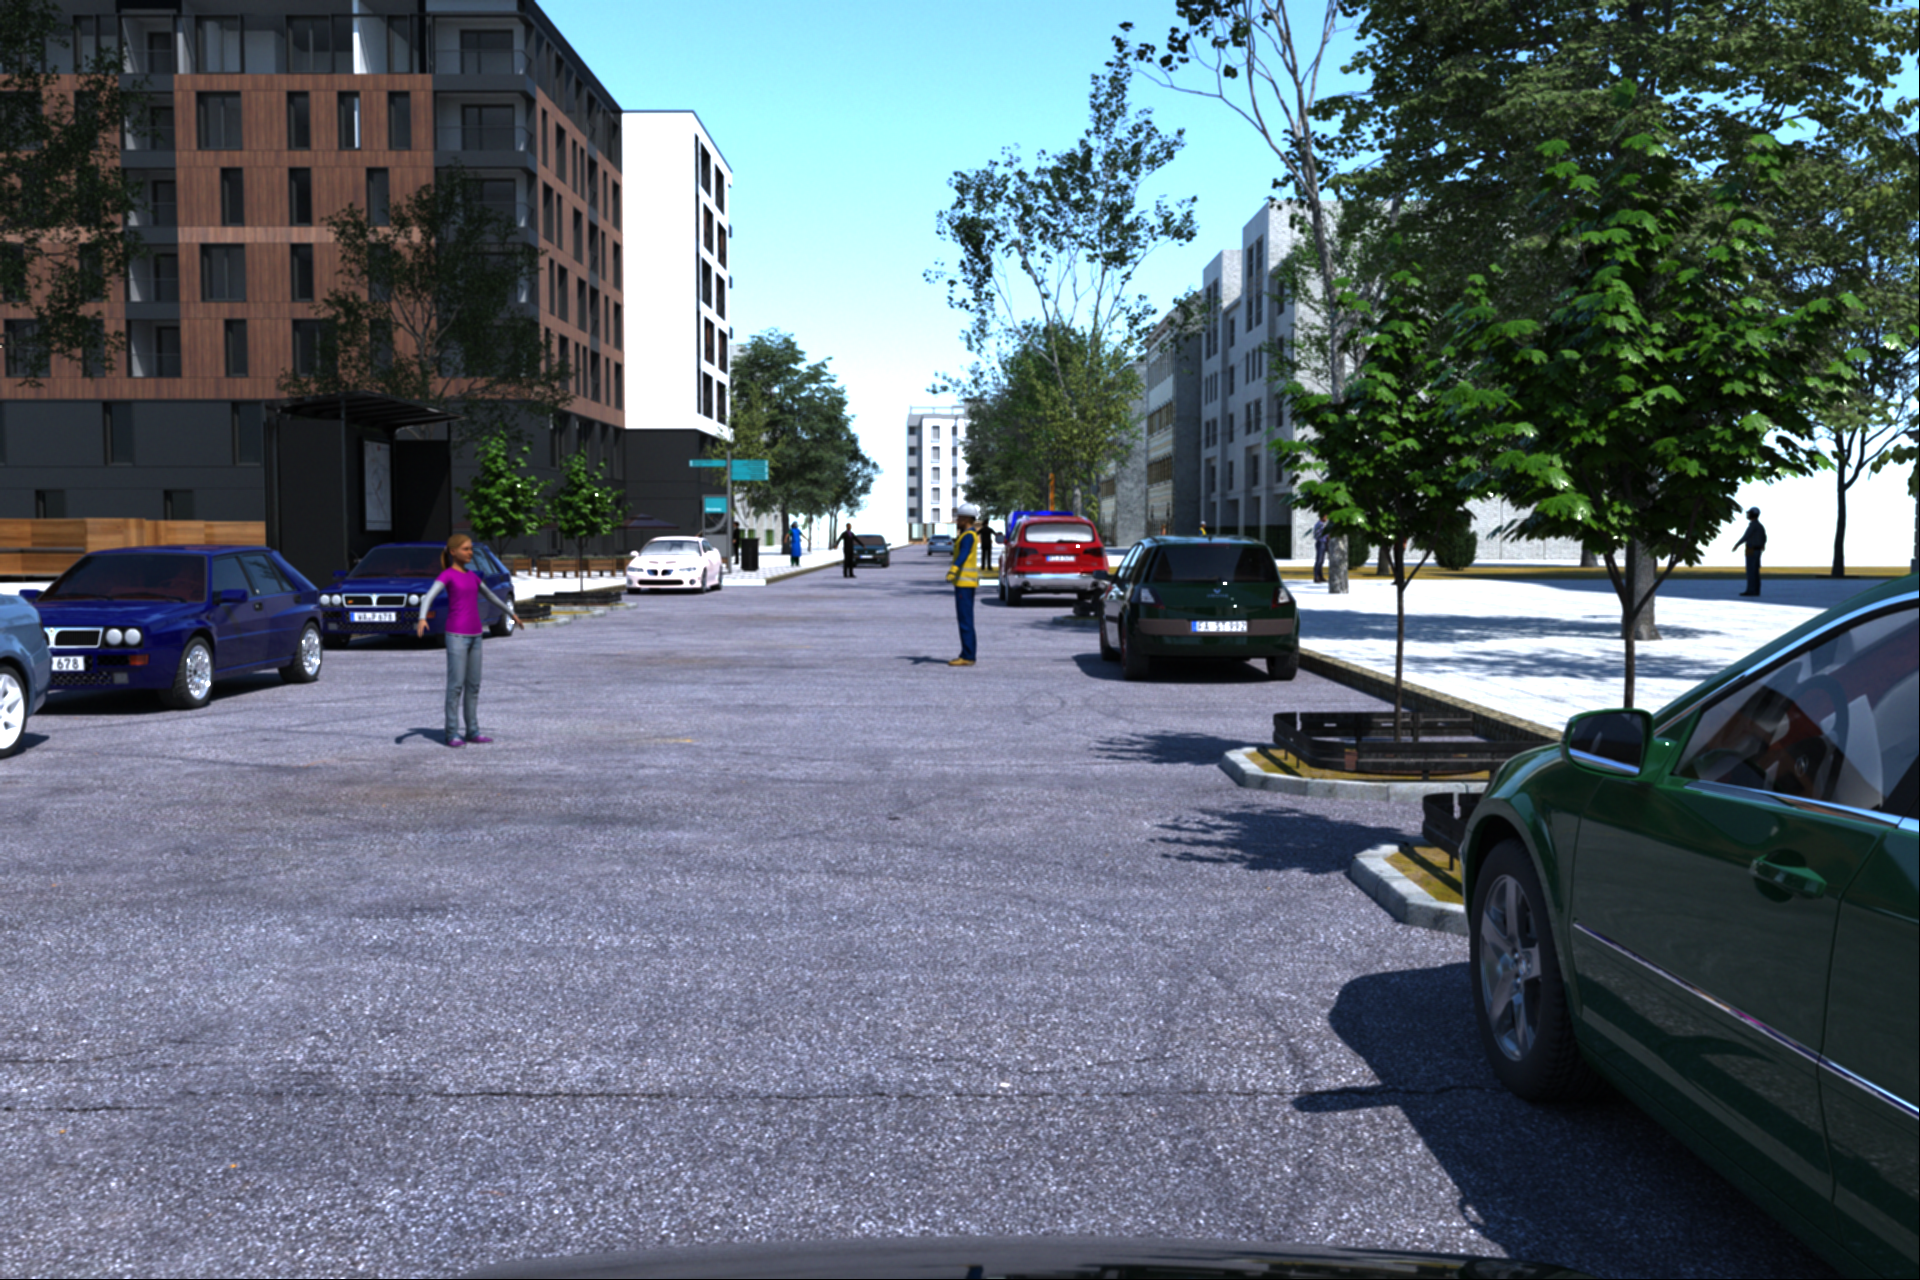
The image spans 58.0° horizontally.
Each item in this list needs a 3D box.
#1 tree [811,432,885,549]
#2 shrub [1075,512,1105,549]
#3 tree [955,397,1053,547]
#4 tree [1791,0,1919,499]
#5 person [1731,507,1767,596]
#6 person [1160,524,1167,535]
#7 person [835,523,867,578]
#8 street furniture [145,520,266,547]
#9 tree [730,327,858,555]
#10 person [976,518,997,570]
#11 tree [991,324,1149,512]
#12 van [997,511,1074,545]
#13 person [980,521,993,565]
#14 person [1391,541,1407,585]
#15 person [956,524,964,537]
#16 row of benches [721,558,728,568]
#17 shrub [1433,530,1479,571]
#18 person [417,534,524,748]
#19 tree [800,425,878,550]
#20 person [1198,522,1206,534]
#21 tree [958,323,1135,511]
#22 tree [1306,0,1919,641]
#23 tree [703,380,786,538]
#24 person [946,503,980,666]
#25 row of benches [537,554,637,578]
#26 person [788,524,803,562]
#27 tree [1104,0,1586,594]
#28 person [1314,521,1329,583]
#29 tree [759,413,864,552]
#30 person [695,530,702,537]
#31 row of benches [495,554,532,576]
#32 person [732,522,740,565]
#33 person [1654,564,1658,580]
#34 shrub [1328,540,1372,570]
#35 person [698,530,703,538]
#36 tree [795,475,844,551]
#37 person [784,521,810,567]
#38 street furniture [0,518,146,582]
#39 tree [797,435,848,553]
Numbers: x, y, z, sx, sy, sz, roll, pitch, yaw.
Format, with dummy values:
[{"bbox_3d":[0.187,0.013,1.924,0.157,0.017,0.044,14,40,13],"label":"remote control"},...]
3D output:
[{"bbox_3d":[-10.842,-13.099,148.585,8.767,10.594,7.601,-1,4,-12],"label":"tree"},{"bbox_3d":[4.182,-3.426,60.055,1.661,2.075,1.752,0,3,0],"label":"shrub"},{"bbox_3d":[4.262,-15.195,155.087,9.857,13.997,8.962,0,3,0],"label":"tree"},{"bbox_3d":[8.278,-3.832,13.023,4.737,8.622,4.395,0,3,0],"label":"tree"},{"bbox_3d":[16.464,-1.845,36.012,1.345,1.849,0.704,-3,5,-40],"label":"person"},{"bbox_3d":[9.488,-4.573,81.577,0.721,1.733,1.217,1,4,13],"label":"person"},{"bbox_3d":[-3.637,-2.948,56.879,1.346,1.802,0.704,-3,5,-45],"label":"person"},{"bbox_3d":[-26.923,-3.294,60.707,11.010,1.723,9.812,-1,4,-21],"label":"street furniture"},{"bbox_3d":[-10.642,-12.198,106.090,9.857,13.997,8.962,0,3,0],"label":"tree"},{"bbox_3d":[0.948,-3.397,61.481,1.347,1.837,0.705,1,4,17],"label":"person"},{"bbox_3d":[5.390,-9.726,84.778,9.928,11.665,9.643,0,3,0],"label":"tree"},{"bbox_3d":[2.191,-2.683,48.258,2.240,2.365,5.245,0,3,0],"label":"van"},{"bbox_3d":[1.043,-3.948,70.735,0.705,1.806,1.347,-1,4,-18],"label":"person"},{"bbox_3d":[10.988,-2.251,43.605,0.721,1.729,1.215,0,4,-6],"label":"person"},{"bbox_3d":[0.047,-2.106,42.663,0.705,1.856,1.354,0,4,2],"label":"person"},{"bbox_3d":[-9.922,-2.905,62.956,1.422,0.672,4.104,2,4,30],"label":"row of benches"},{"bbox_3d":[17.325,-3.439,60.648,1.690,2.028,1.600,0,3,0],"label":"shrub"},{"bbox_3d":[-3.315,0.001,11.712,0.599,1.433,0.991,2,4,27],"label":"person"},{"bbox_3d":[-10.410,-12.408,137.290,8.767,10.594,7.601,1,4,8],"label":"tree"},{"bbox_3d":[10.683,-4.286,76.050,0.705,1.833,1.349,1,4,22],"label":"person"},{"bbox_3d":[5.106,-11.604,100.093,12.009,13.543,11.850,0,3,0],"label":"tree"},{"bbox_3d":[7.840,-6.277,20.749,7.486,12.596,7.792,0,3,0],"label":"tree"},{"bbox_3d":[-10.324,-8.128,83.257,4.737,8.622,4.395,0,3,0],"label":"tree"},{"bbox_3d":[-0.016,-0.614,18.967,0.721,1.772,1.216,0,4,7],"label":"person"},{"bbox_3d":[-10.859,-2.226,51.857,1.422,0.672,4.104,3,4,36],"label":"row of benches"},{"bbox_3d":[-7.344,-4.309,77.178,0.721,1.740,1.216,-2,4,-34],"label":"person"},{"bbox_3d":[8.523,-10.972,35.282,12.611,20.169,13.585,0,3,0],"label":"tree"},{"bbox_3d":[9.616,-2.425,45.568,0.599,1.838,0.709,2,4,24],"label":"person"},{"bbox_3d":[-10.815,-11.555,123.339,8.767,10.594,7.601,0,4,6],"label":"tree"},{"bbox_3d":[-11.543,-4.460,78.775,1.347,1.847,0.705,1,4,10],"label":"person"},{"bbox_3d":[-14.788,-2.368,54.173,4.104,0.672,1.422,3,5,41],"label":"row of benches"},{"bbox_3d":[-9.451,-4.086,72.997,0.705,1.806,1.347,0,4,-7],"label":"person"},{"bbox_3d":[10.343,-1.034,26.146,0.628,1.438,0.799,-1,4,-12],"label":"person"},{"bbox_3d":[13.816,-3.521,61.602,1.661,2.075,1.752,0,3,0],"label":"shrub"},{"bbox_3d":[-10.828,-4.141,73.841,0.704,1.812,1.346,2,4,33],"label":"person"},{"bbox_3d":[-10.741,-11.054,131.094,4.737,8.622,4.395,0,3,0],"label":"tree"},{"bbox_3d":[-6.467,-3.805,68.336,0.704,1.817,1.347,3,5,42],"label":"person"},{"bbox_3d":[-26.797,-2.648,50.143,11.010,1.723,9.812,2,4,26],"label":"street furniture"},{"bbox_3d":[-10.166,-10.106,115.599,4.360,8.622,3.978,0,3,0],"label":"tree"}]
